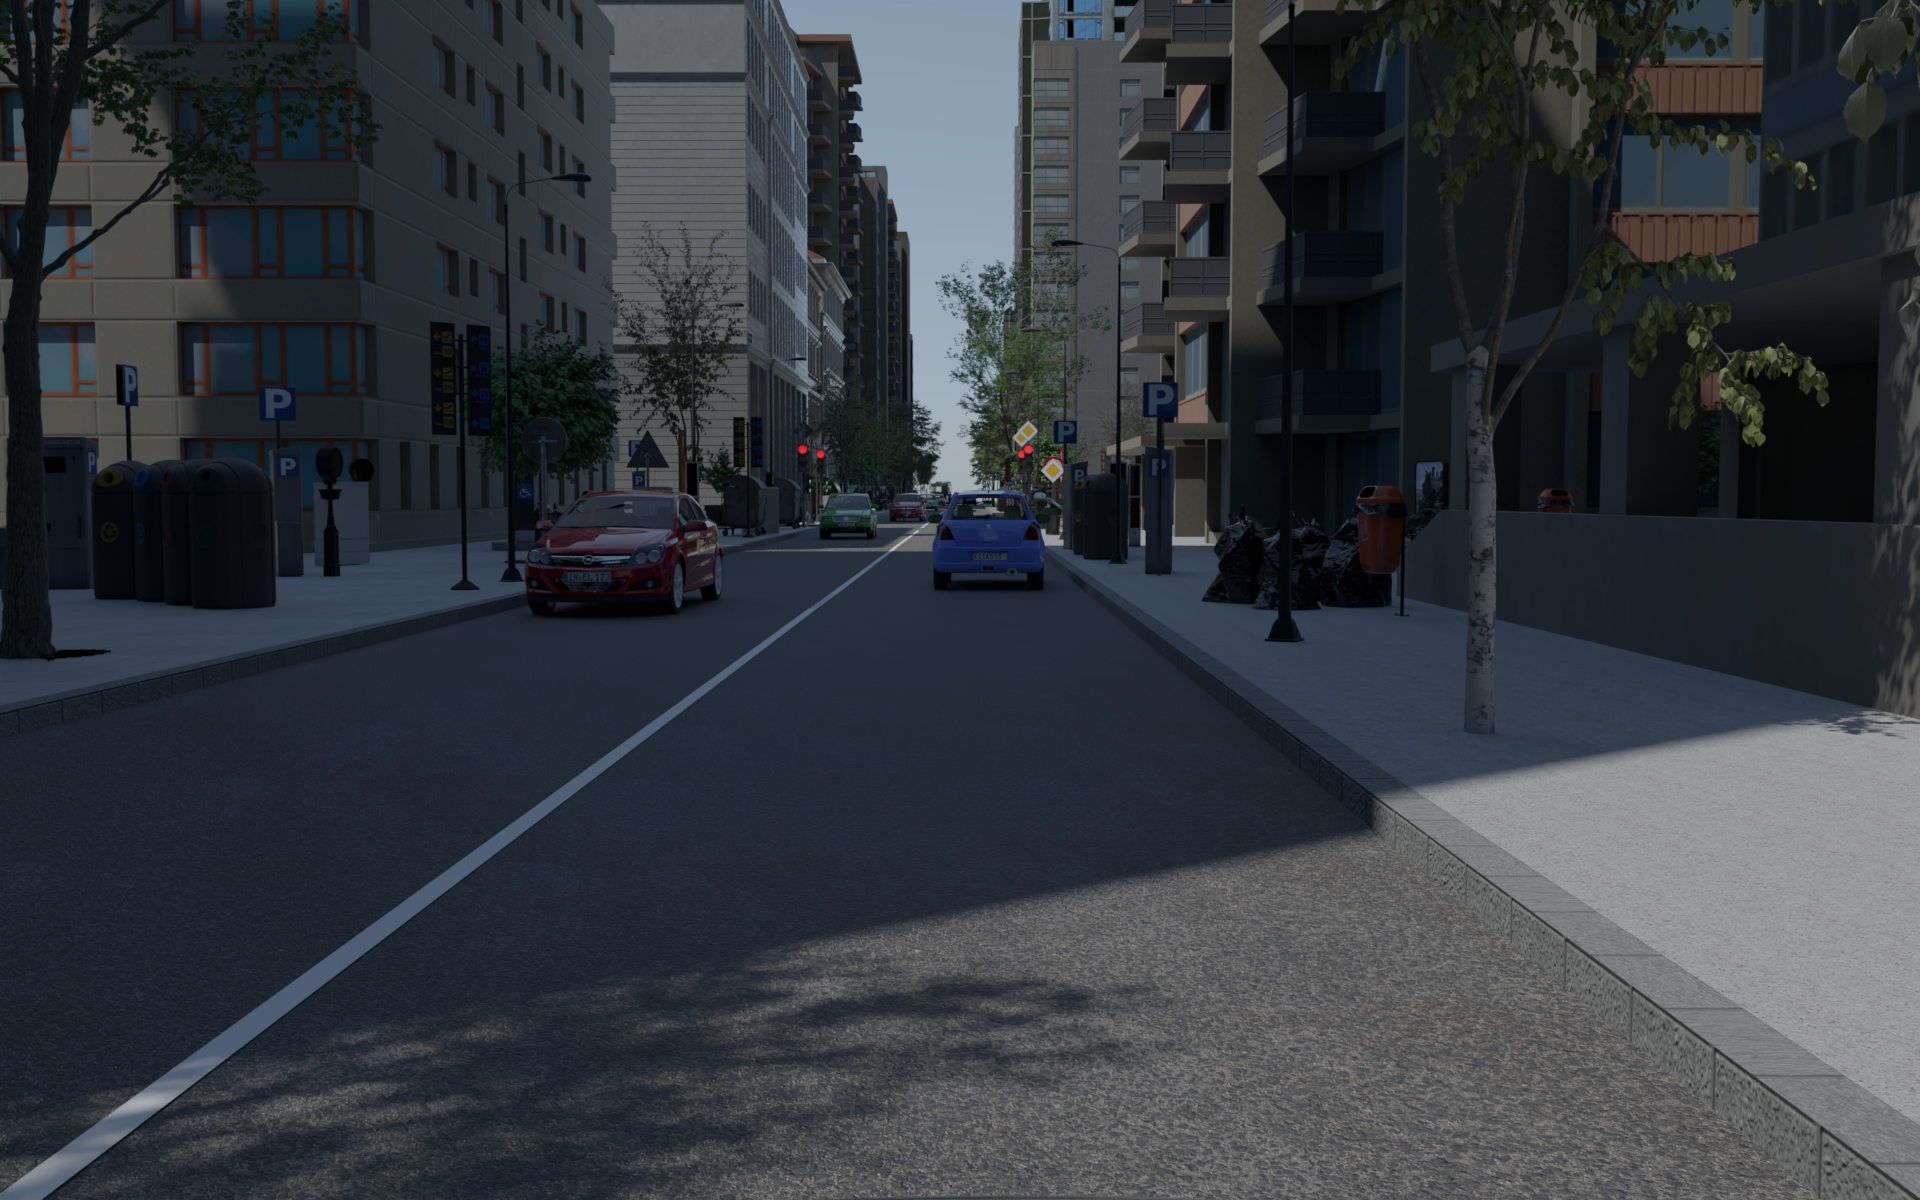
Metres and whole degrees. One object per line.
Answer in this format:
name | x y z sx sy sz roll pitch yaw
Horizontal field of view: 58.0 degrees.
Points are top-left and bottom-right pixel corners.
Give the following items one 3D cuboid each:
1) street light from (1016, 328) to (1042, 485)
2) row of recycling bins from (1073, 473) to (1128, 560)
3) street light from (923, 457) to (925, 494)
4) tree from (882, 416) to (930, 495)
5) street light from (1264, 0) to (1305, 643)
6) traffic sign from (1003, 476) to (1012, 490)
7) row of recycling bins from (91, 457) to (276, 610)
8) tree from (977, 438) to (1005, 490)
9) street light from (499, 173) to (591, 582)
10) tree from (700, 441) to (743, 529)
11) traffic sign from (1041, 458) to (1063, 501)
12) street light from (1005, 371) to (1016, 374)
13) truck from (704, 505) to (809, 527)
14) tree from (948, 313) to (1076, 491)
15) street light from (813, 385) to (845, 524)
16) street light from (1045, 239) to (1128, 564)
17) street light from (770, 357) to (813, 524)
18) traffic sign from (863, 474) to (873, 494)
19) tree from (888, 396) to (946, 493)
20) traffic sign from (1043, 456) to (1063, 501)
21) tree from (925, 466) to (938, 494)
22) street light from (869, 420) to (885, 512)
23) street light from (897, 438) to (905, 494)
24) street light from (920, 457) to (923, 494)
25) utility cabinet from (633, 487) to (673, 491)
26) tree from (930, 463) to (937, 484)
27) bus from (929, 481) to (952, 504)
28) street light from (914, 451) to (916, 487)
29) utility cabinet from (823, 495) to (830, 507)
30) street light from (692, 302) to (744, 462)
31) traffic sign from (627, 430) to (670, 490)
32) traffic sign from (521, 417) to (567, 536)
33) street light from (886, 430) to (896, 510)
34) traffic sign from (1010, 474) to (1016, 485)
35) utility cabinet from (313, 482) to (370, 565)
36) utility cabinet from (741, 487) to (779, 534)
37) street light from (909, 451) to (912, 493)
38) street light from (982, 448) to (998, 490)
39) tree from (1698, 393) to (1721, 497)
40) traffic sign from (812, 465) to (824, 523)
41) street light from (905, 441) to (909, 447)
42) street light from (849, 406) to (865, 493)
street light | 2.396 -4.649 48.545 1.470 5.913 1.316 0 4 0
row of recycling bins | 2.893 -1.724 35.307 1.069 1.692 3.534 0 3 0
street light | -5.158 -16.028 234.592 1.470 5.913 1.316 0 4 0
tree | -5.963 -13.039 163.554 4.360 8.622 3.978 0 3 0
street light | 2.294 -2.595 14.966 1.470 5.913 1.316 0 4 0
traffic sign | 3.153 -6.839 111.917 0.768 2.556 0.104 1 4 10
row of recycling bins | -9.205 -0.820 20.520 3.534 1.692 1.069 3 5 42
tree | 3.661 -15.250 199.703 4.360 8.622 3.978 0 3 0
street light | -6.028 -3.221 25.201 1.470 5.913 1.316 0 4 0
tree | -8.610 -4.203 63.322 1.663 3.219 1.824 0 3 0
traffic sign | 2.997 -3.344 55.861 0.795 2.450 0.064 0 4 3
street light | 2.418 -5.692 65.604 1.470 5.913 1.316 0 4 0
truck | -15.681 -4.966 70.952 18.799 4.110 2.967 0 4 1
tree | 3.154 -10.644 99.782 9.928 11.665 9.643 0 3 0
street light | -5.830 -6.216 74.180 1.470 5.913 1.316 0 4 0
street light | 2.368 -3.621 31.749 1.470 5.913 1.316 0 4 0
street light | -5.888 -5.283 58.912 1.470 5.913 1.316 0 4 0
traffic sign | -6.022 -6.827 111.626 0.884 2.594 0.081 0 4 7
tree | -6.907 -19.455 224.744 9.857 13.997 8.962 0 3 0
traffic sign | 3.156 -3.547 58.095 0.768 2.556 0.104 1 4 9
tree | -5.803 -21.264 298.026 4.737 8.622 4.395 0 3 0
street light | -5.648 -8.324 108.631 1.470 5.913 1.316 0 4 0
street light | -5.505 -10.383 142.309 1.470 5.913 1.316 0 4 0
street light | -5.318 -14.018 201.734 1.470 5.913 1.316 0 4 0
utility cabinet | -9.158 -2.633 51.735 1.173 1.500 0.318 1 4 19
tree | -5.746 -14.789 192.166 4.360 8.622 3.978 0 3 0
bus | -2.664 -15.357 245.949 2.948 3.499 13.247 0 4 2
street light | -5.372 -12.991 184.951 1.470 5.913 1.316 0 4 0
utility cabinet | -5.957 -4.086 77.971 0.306 1.237 1.020 0 4 5
street light | -5.913 -4.247 41.984 1.470 5.913 1.316 0 4 0
traffic sign | -6.351 -2.157 35.267 0.884 2.594 0.081 0 4 2
traffic sign | -6.915 -1.756 28.815 0.768 2.556 0.104 0 4 2
street light | -5.557 -9.350 125.414 1.470 5.913 1.316 0 4 0
traffic sign | 3.132 -5.794 94.840 0.768 2.556 0.104 1 4 9
utility cabinet | -11.129 -1.375 31.158 0.318 1.500 1.173 1 4 17
utility cabinet | -6.409 -2.870 55.603 1.173 1.500 0.318 -1 4 -21
street light | -5.511 -11.965 168.168 1.470 5.913 1.316 0 4 0
street light | 2.886 -12.337 174.254 1.470 5.913 1.316 0 4 0
tree | 11.919 -2.067 28.405 1.663 3.219 1.824 0 3 0
traffic sign | -6.331 -4.681 76.537 0.884 2.594 0.081 0 4 3
street light | -5.434 -10.938 151.384 1.470 5.913 1.316 0 4 0
street light | -5.767 -7.297 91.848 1.470 5.913 1.316 0 4 0
